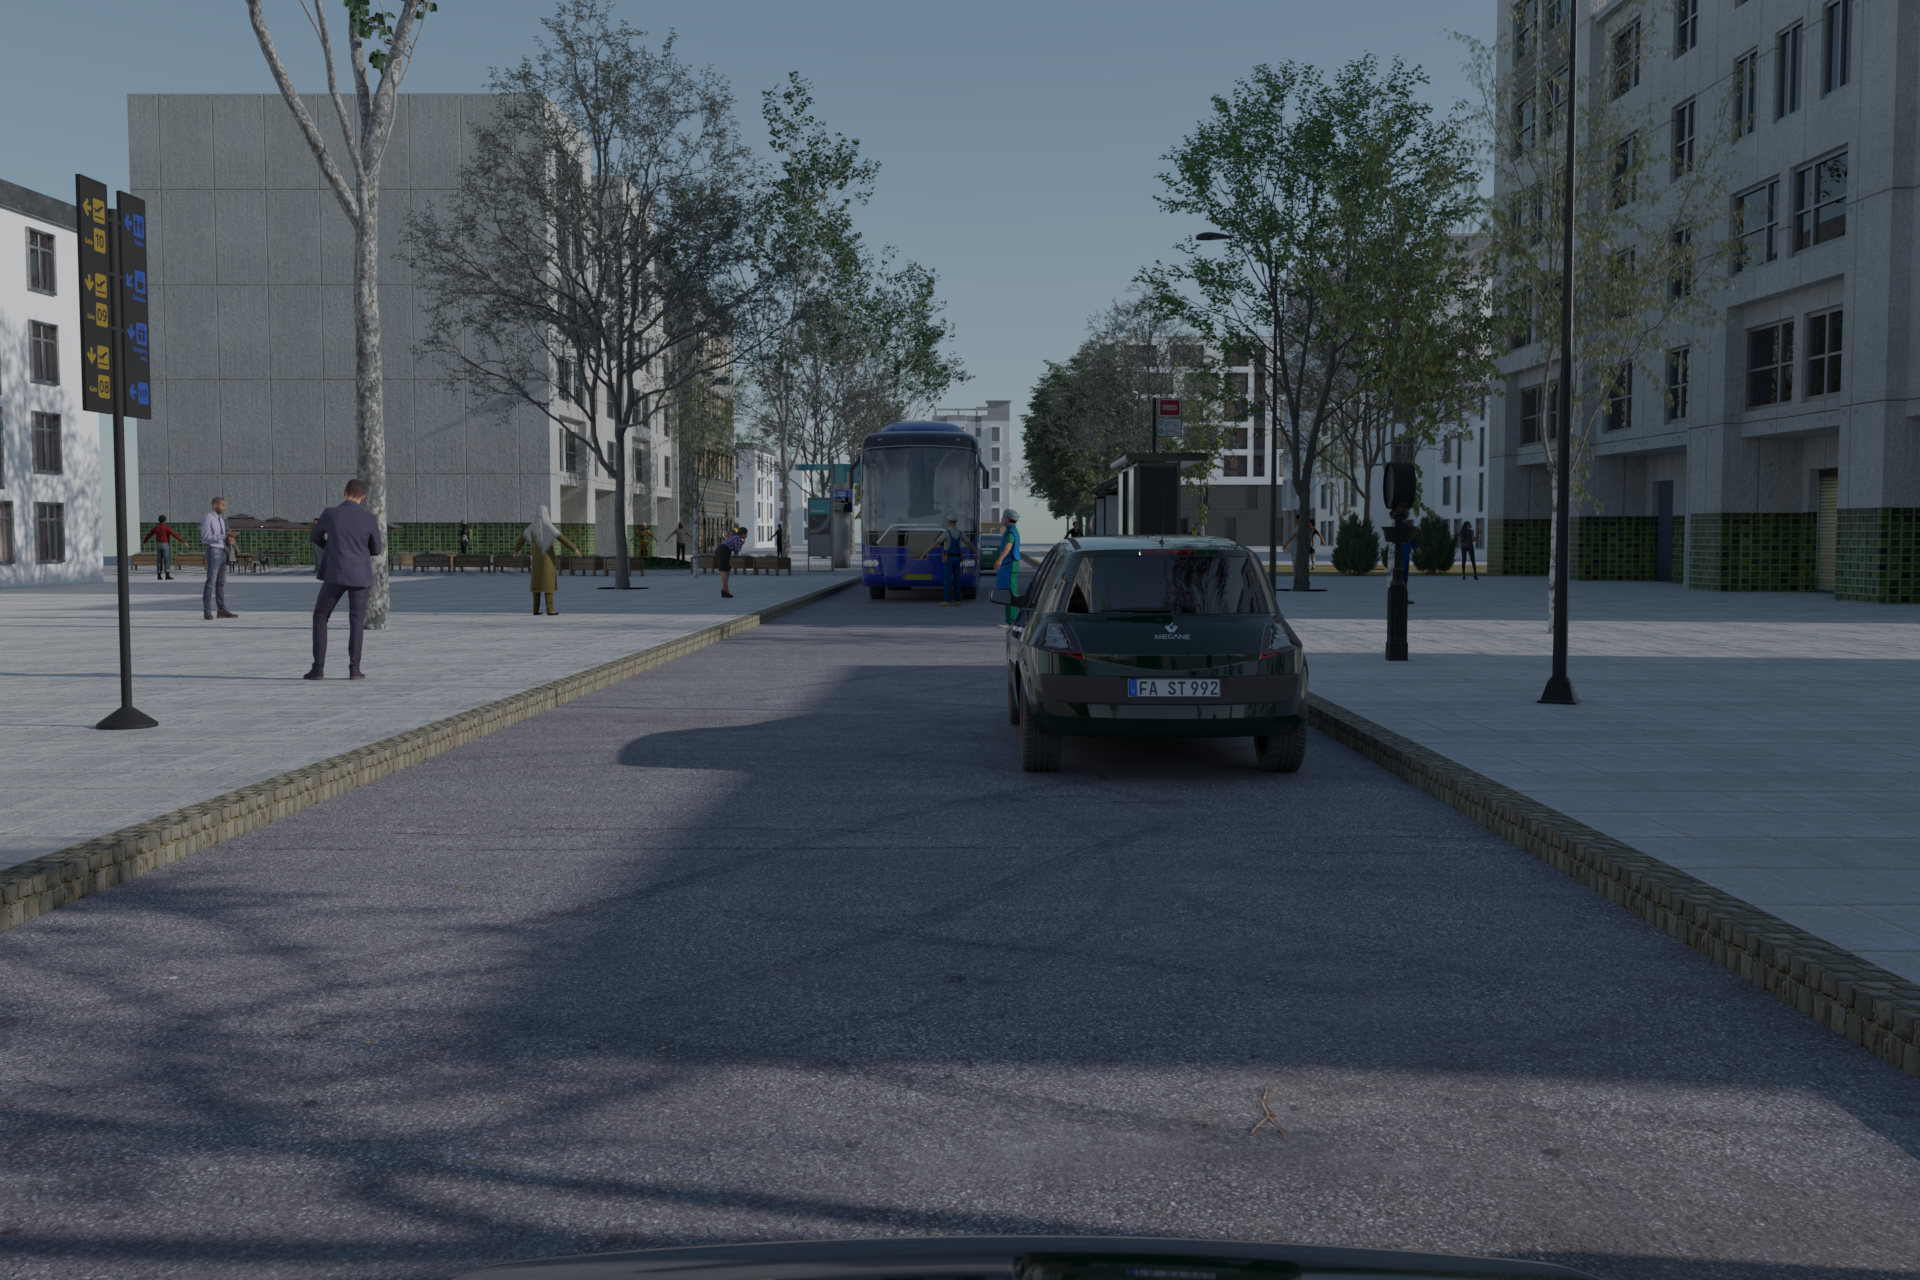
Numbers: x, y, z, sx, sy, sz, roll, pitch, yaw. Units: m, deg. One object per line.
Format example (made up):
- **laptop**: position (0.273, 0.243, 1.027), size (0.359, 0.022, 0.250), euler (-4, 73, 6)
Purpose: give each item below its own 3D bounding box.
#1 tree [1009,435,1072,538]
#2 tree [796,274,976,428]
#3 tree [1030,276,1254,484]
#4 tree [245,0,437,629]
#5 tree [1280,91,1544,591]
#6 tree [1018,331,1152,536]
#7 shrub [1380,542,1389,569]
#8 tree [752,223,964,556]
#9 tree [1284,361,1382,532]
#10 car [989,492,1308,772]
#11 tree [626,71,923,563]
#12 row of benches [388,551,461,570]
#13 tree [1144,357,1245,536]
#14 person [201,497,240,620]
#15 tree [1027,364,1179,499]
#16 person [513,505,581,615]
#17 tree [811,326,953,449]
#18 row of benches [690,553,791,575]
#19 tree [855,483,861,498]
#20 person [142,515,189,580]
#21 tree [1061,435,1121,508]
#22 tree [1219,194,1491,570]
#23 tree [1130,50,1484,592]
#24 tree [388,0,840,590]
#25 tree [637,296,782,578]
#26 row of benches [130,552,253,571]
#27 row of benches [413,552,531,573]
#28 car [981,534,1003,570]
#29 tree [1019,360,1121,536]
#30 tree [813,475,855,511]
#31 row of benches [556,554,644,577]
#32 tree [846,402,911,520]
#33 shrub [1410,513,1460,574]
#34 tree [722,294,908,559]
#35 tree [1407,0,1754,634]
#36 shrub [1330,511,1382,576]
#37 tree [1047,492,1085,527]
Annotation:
- **tree**: position (9.634, -14.854, 153.229), size (12.009, 13.543, 11.850), euler (0, 3, 0)
- **tree**: position (-4.618, -16.445, 124.766), size (12.611, 20.169, 13.585), euler (0, 3, 0)
- **tree**: position (8.557, -10.443, 81.117), size (12.009, 13.543, 11.850), euler (0, 3, 0)
- **tree**: position (-9.411, -10.211, 22.841), size (12.611, 20.169, 13.585), euler (0, 3, 0)
- **tree**: position (7.696, -4.849, 29.637), size (4.737, 8.622, 4.395), euler (0, 3, 0)
- **tree**: position (8.161, -12.461, 110.396), size (9.857, 13.997, 8.962), euler (0, 3, 0)
- **shrub**: position (15.670, -3.149, 62.599), size (1.383, 1.207, 1.383), euler (0, 3, 0)
- **tree**: position (-6.084, -15.182, 104.117), size (12.611, 20.169, 13.585), euler (0, 3, 0)
- **tree**: position (15.865, -7.375, 70.941), size (4.360, 8.622, 3.978), euler (0, 3, 0)
- **car**: position (1.213, -0.125, 11.834), size (2.009, 1.686, 4.222), euler (0, 3, 0)
- **tree**: position (-8.058, -13.315, 73.586), size (12.611, 20.169, 13.585), euler (0, 3, 0)
- **row of benches**: position (-19.770, -2.864, 62.297), size (1.422, 0.672, 4.104), euler (3, 5, 42)
- **tree**: position (9.783, -7.391, 71.209), size (4.737, 8.622, 4.395), euler (0, 3, 0)
- **person**: position (-11.093, -1.236, 26.119), size (0.599, 1.838, 0.709), euler (0, 4, 4)
- **tree**: position (8.118, -9.791, 94.493), size (8.767, 10.594, 7.601), euler (0, 4, -7)
- **person**: position (-6.554, -1.263, 27.422), size (1.217, 1.736, 0.721), euler (1, 4, 19)
- **tree**: position (-7.561, -18.496, 158.298), size (12.611, 20.169, 13.585), euler (0, 3, 0)
- **row of benches**: position (-7.063, -2.426, 55.121), size (4.104, 0.672, 1.422), euler (3, 4, 39)
- **tree**: position (-6.281, -11.425, 137.168), size (4.737, 8.622, 4.395), euler (0, 3, 0)
- **person**: position (-22.332, -2.597, 48.574), size (1.345, 1.816, 0.704), euler (0, 4, 4)
- **tree**: position (8.073, -9.271, 101.950), size (4.737, 8.622, 4.395), euler (0, 3, 0)
- **tree**: position (14.501, -9.262, 61.803), size (12.009, 13.543, 11.850), euler (0, 3, 0)
- **tree**: position (7.643, -6.887, 38.362), size (9.928, 11.665, 9.643), euler (0, 3, 0)
- **tree**: position (-7.984, -7.916, 39.804), size (12.009, 13.543, 11.850), euler (0, 3, 0)
- **tree**: position (-7.868, -6.086, 49.871), size (4.360, 8.622, 3.978), euler (0, 3, 0)
- **row of benches**: position (-27.264, -2.805, 61.324), size (4.104, 0.672, 1.422), euler (-1, 4, -12)
- **row of benches**: position (-16.397, -2.594, 57.878), size (4.104, 0.672, 1.422), euler (1, 4, 11)
- **car**: position (0.920, -3.025, 61.249), size (2.131, 1.459, 4.920), euler (0, 4, 0)
- **tree**: position (8.790, -13.386, 125.513), size (9.857, 13.997, 8.962), euler (0, 3, 0)
- **tree**: position (-18.384, -19.038, 245.688), size (7.601, 10.594, 8.767), euler (-1, 4, -9)
- **row of benches**: position (-11.516, -2.325, 53.477), size (4.104, 0.672, 1.422), euler (2, 4, 32)
- **tree**: position (-6.426, -13.928, 145.846), size (7.486, 12.596, 7.792), euler (0, 3, 0)
- **shrub**: position (15.086, -3.109, 55.254), size (1.690, 2.028, 1.600), euler (0, 3, 0)
- **tree**: position (-7.166, -10.937, 89.184), size (12.009, 13.543, 11.850), euler (0, 3, 0)
- **tree**: position (7.442, -4.391, 22.147), size (4.360, 8.622, 3.978), euler (0, 3, 0)
- **shrub**: position (12.211, -2.999, 53.454), size (1.690, 2.028, 1.600), euler (0, 3, 0)
- **tree**: position (8.903, -11.401, 136.762), size (4.737, 8.622, 4.395), euler (0, 3, 0)
